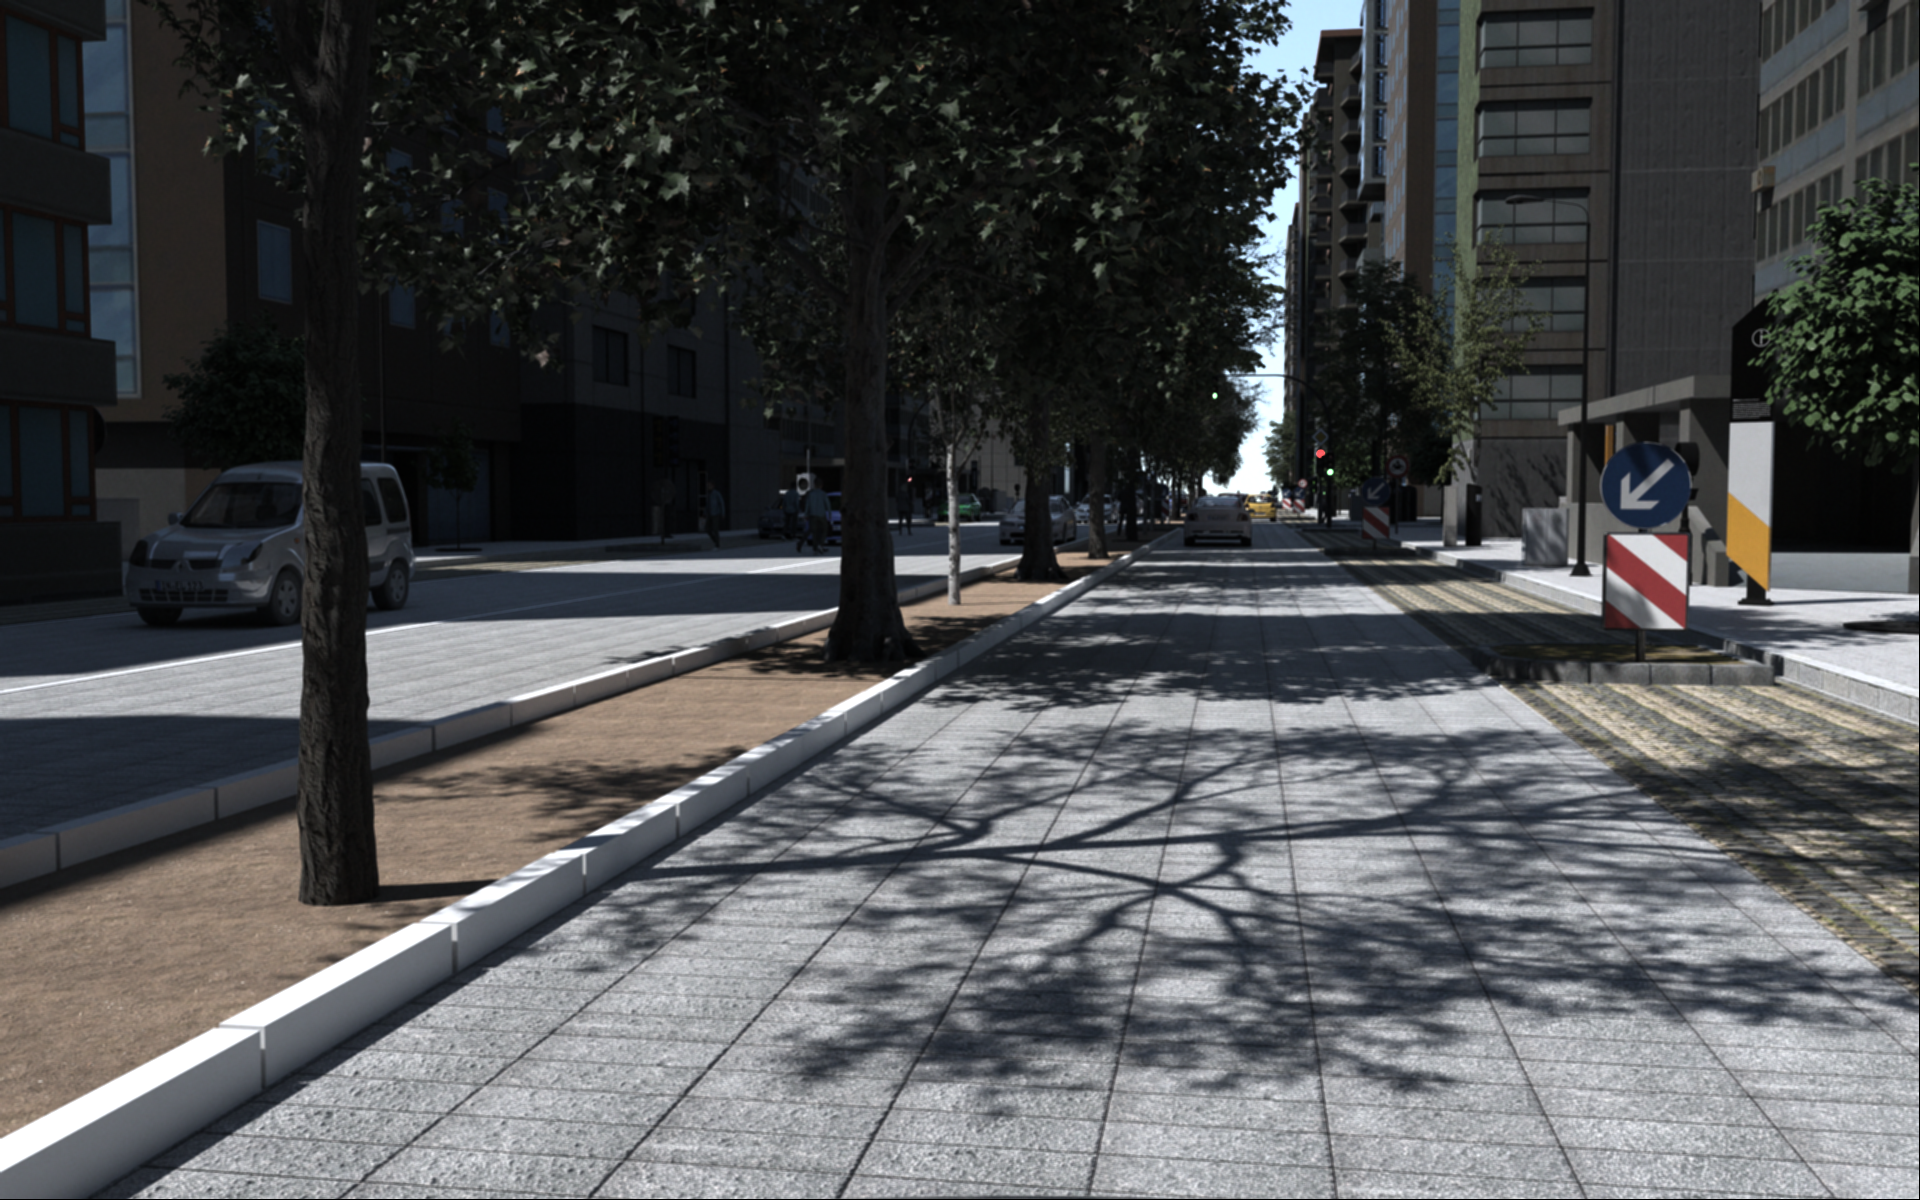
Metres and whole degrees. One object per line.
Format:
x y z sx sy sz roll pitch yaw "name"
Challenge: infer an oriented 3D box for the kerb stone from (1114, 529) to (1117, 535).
5.221 -2.292 59.675 0.120 0.150 1.000 1 4 9 "kerb stone"

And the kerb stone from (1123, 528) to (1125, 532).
5.882 -2.540 63.720 0.120 0.150 1.000 1 4 9 "kerb stone"

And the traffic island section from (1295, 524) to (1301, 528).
15.264 -3.128 73.425 2.009 0.180 2.903 1 4 9 "traffic island section"

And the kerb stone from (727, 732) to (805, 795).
-0.979 0.824 8.730 0.120 0.150 1.000 1 4 9 "kerb stone"

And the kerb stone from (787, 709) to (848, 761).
-0.819 0.766 9.740 0.120 0.150 1.000 1 4 9 "kerb stone"

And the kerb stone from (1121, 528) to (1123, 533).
5.715 -2.478 62.706 0.120 0.150 1.000 1 4 9 "kerb stone"

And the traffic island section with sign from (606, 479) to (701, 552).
-7.601 -2.131 43.467 1.989 1.847 2.006 1 4 9 "traffic island section with sign"

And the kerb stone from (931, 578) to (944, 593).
-0.414 -0.188 25.272 0.120 0.150 1.000 1 4 9 "kerb stone"

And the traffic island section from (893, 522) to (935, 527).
-2.245 -3.303 76.284 2.009 0.180 2.903 1 4 9 "traffic island section"

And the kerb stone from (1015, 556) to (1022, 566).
1.079 -0.741 34.367 0.120 0.150 1.000 1 4 9 "kerb stone"

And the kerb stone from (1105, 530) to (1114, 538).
5.049 -2.228 58.664 0.120 0.150 1.000 1 4 9 "kerb stone"

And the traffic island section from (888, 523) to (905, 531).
-3.534 -2.821 68.403 2.009 0.180 2.903 1 4 9 "traffic island section"

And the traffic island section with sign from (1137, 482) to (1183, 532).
7.450 -3.591 66.851 2.006 1.907 1.989 1 4 9 "traffic island section with sign"

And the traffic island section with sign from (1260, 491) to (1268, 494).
31.109 -10.006 172.225 1.989 1.847 2.006 1 4 9 "traffic island section with sign"

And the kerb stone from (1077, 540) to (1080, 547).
3.055 -1.487 46.514 0.120 0.150 1.000 1 4 9 "kerb stone"

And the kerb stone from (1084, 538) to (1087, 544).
3.396 -1.607 48.538 0.120 0.150 1.000 1 4 9 "kerb stone"

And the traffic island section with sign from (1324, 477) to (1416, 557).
9.550 -1.949 40.495 1.989 1.847 2.006 1 4 9 "traffic island section with sign"

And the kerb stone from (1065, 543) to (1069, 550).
2.567 -1.300 43.465 0.120 0.150 1.000 1 4 9 "kerb stone"

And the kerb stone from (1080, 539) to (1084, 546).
3.228 -1.549 47.529 0.120 0.150 1.000 1 4 9 "kerb stone"

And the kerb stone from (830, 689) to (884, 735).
-0.652 0.700 10.748 0.120 0.150 1.000 1 4 9 "kerb stone"

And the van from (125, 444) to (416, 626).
-7.929 -0.805 20.169 2.013 2.044 4.112 0 4 8 "van"

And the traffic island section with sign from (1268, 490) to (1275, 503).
23.002 -6.976 122.681 1.989 1.847 2.006 1 4 9 "traffic island section with sign"

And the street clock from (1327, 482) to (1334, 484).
21.535 -5.878 100.668 0.471 2.002 0.358 -3 5 -41 "street clock"

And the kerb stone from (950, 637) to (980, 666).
0.011 0.453 14.800 0.120 0.150 1.000 1 4 9 "kerb stone"

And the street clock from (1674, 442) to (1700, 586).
10.150 -1.203 24.247 0.358 2.002 0.471 0 4 8 "street clock"

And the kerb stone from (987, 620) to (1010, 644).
0.338 0.332 16.818 0.120 0.150 1.000 1 4 9 "kerb stone"

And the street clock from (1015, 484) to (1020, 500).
4.198 -7.468 126.678 0.358 2.002 0.471 2 4 30 "street clock"

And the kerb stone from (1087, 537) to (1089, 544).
3.563 -1.673 49.553 0.120 0.150 1.000 1 4 9 "kerb stone"

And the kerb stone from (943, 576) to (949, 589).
-0.251 -0.250 26.282 0.120 0.150 1.000 1 4 9 "kerb stone"

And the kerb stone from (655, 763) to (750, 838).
-1.147 0.889 7.719 0.120 0.150 1.000 1 4 9 "kerb stone"

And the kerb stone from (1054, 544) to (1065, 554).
2.400 -1.238 42.452 0.120 0.150 1.000 1 4 9 "kerb stone"

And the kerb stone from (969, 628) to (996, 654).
0.175 0.391 15.809 0.120 0.150 1.000 1 4 9 "kerb stone"

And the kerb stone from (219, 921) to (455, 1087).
-1.654 1.071 4.680 0.120 0.150 1.000 1 4 9 "kerb stone"

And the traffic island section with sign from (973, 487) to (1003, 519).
1.425 -5.508 98.686 1.989 1.847 2.006 1 4 9 "traffic island section with sign"

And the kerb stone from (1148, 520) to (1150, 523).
8.622 -3.560 80.452 0.120 0.150 1.000 1 4 9 "kerb stone"

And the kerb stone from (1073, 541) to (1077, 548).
2.903 -1.425 45.487 0.120 0.150 1.000 1 4 9 "kerb stone"

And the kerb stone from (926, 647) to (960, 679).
-0.160 0.514 13.787 0.120 0.150 1.000 1 4 9 "kerb stone"

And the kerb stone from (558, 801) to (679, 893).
-1.319 0.953 6.711 0.120 0.150 1.000 1 4 9 "kerb stone"

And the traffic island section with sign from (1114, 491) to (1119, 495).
18.266 -11.805 201.640 1.989 1.847 2.006 1 4 9 "traffic island section with sign"

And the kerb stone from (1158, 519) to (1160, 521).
10.766 -4.365 93.590 0.120 0.150 1.000 1 4 9 "kerb stone"

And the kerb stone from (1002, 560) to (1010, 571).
0.752 -0.619 32.341 0.120 0.150 1.000 1 4 9 "kerb stone"

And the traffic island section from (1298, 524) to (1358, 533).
13.975 -2.646 65.545 2.009 0.180 2.903 1 4 9 "traffic island section"

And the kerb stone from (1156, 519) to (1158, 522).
9.780 -3.995 87.519 0.120 0.150 1.000 1 4 9 "kerb stone"

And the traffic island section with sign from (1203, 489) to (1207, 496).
20.777 -8.574 148.317 2.006 1.907 1.989 1 4 9 "traffic island section with sign"

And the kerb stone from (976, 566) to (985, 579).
0.249 -0.435 29.307 0.120 0.150 1.000 1 4 9 "kerb stone"

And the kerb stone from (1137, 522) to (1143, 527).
8.124 -3.377 77.427 0.120 0.150 1.000 1 4 9 "kerb stone"

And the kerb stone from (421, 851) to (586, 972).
-1.484 1.010 5.689 0.120 0.150 1.000 1 4 9 "kerb stone"

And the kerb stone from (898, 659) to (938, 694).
-0.329 0.576 12.777 0.120 0.150 1.000 1 4 9 "kerb stone"

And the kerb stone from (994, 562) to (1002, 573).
0.591 -0.557 31.332 0.120 0.150 1.000 1 4 9 "kerb stone"

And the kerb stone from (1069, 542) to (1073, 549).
2.736 -1.363 44.479 0.120 0.150 1.000 1 4 9 "kerb stone"

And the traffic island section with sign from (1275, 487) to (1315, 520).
18.540 -5.309 95.428 1.989 1.847 2.006 1 4 9 "traffic island section with sign"

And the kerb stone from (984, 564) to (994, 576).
0.413 -0.497 30.324 0.120 0.150 1.000 1 4 9 "kerb stone"

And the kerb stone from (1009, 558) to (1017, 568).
0.918 -0.678 33.354 0.120 0.150 1.000 1 4 9 "kerb stone"

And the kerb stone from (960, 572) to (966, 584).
-0.082 -0.312 27.290 0.120 0.150 1.000 1 4 9 "kerb stone"

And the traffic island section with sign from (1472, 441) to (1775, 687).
5.204 -0.322 13.891 1.989 1.847 2.006 1 4 9 "traffic island section with sign"

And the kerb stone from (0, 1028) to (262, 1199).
-1.816 1.136 3.670 0.120 0.150 1.000 1 4 9 "kerb stone"

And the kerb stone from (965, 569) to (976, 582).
0.082 -0.373 28.299 0.120 0.150 1.000 1 4 9 "kerb stone"

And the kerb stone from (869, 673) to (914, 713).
-0.484 0.638 11.761 0.120 0.150 1.000 1 4 9 "kerb stone"
